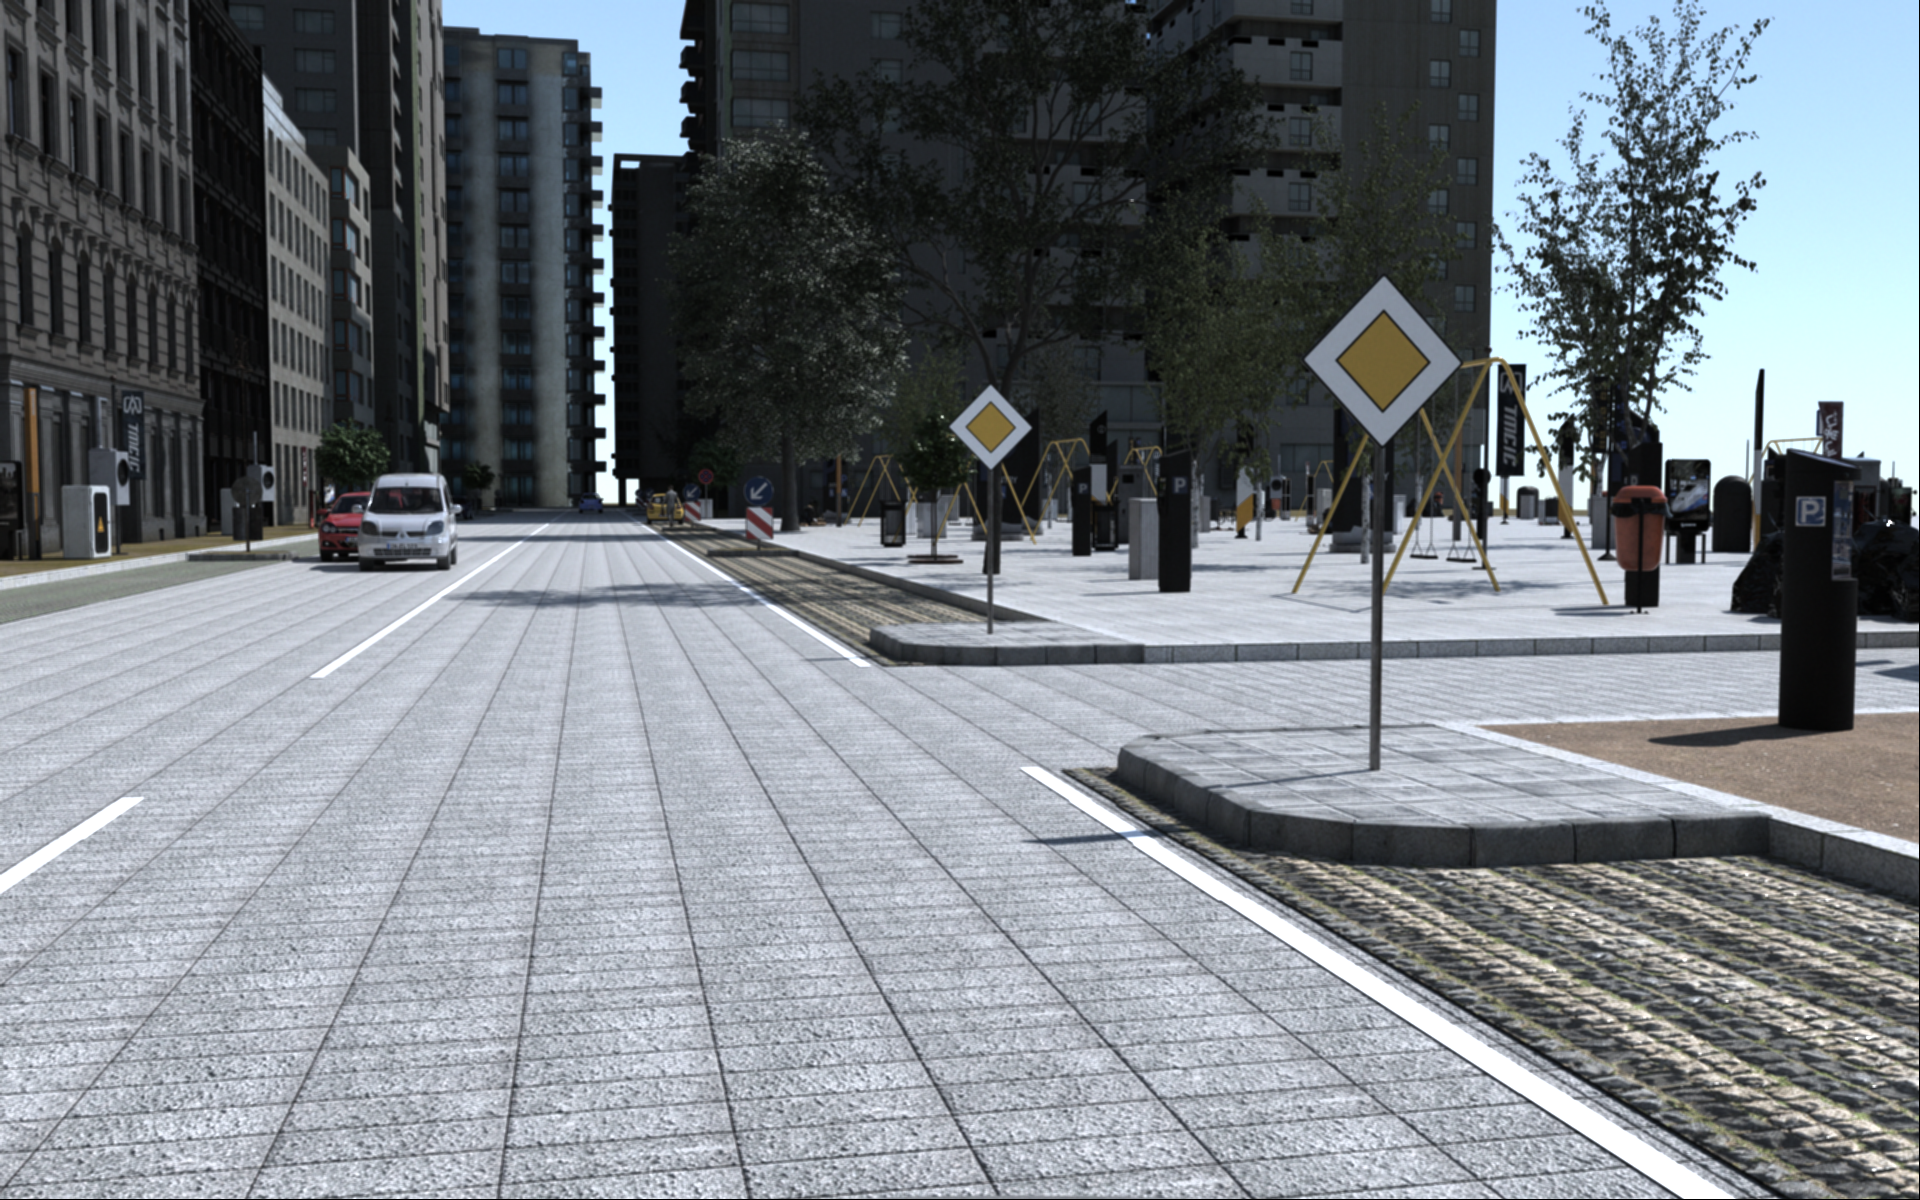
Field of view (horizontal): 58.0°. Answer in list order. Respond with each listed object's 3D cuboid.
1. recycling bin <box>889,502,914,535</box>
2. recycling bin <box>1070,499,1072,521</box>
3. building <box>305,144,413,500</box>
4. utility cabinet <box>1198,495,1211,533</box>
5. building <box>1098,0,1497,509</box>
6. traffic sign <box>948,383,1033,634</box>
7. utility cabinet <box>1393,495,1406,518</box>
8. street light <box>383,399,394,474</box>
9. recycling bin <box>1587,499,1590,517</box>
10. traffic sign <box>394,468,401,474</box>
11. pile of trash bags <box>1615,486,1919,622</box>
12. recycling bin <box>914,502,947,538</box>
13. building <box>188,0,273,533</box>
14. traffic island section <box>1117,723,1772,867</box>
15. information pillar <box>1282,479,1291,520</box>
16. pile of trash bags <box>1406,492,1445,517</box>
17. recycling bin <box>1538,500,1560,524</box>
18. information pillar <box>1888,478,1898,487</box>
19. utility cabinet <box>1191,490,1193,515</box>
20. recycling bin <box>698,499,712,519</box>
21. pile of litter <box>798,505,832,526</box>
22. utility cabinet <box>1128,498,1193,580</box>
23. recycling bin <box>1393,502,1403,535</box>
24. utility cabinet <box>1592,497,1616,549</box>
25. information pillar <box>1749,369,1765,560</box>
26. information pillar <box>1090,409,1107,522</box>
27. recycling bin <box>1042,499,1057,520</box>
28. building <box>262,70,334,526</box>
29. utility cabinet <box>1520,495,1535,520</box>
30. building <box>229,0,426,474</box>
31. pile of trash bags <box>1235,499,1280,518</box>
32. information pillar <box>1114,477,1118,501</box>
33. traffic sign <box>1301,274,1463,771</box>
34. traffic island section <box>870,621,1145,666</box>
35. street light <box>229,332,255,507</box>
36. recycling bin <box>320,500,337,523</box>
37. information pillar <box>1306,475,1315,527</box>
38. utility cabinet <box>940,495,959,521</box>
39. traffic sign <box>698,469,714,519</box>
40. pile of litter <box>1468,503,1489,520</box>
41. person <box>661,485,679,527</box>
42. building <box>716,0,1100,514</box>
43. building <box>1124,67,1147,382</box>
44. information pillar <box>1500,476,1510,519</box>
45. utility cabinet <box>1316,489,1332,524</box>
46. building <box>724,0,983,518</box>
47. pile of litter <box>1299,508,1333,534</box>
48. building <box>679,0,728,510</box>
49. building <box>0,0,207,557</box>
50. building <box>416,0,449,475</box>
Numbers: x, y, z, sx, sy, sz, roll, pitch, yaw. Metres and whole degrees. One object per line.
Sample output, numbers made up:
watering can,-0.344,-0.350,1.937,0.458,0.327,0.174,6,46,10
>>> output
recycling bin,-1.845,-2.539,54.066,0.722,1.027,0.722,2,4,32
recycling bin,5.617,-4.254,82.113,0.722,1.027,0.722,1,4,19
building,-46.845,-15.445,97.562,27.650,21.520,28.899,-1,4,-12
utility cabinet,8.214,-2.871,58.107,0.306,1.237,1.020,0,4,2
building,30.433,-34.874,159.433,27.495,52.752,28.713,-1,4,-12
traffic sign,0.273,-0.744,15.806,0.795,2.450,0.064,-1,4,-12
utility cabinet,23.846,-5.098,94.513,1.020,1.237,0.306,-1,4,-23
street light,-27.844,-6.839,84.600,0.468,5.910,1.993,-1,4,-12
recycling bin,35.831,-5.211,97.746,0.722,1.027,0.722,1,4,14
traffic sign,-28.028,-5.284,86.402,0.884,2.594,0.081,0,4,-7
pile of trash bags,8.716,-0.528,18.391,3.447,1.369,1.912,1,4,17
recycling bin,-0.820,-2.320,50.486,0.722,1.027,0.722,-1,4,-18
building,-31.452,-14.000,58.583,12.332,23.373,15.834,-1,4,-12
traffic island section,1.948,0.869,8.076,2.009,0.180,2.903,-1,4,-12
information pillar,15.948,-4.905,84.689,0.304,2.012,0.304,-2,4,-27
pile of trash bags,26.138,-5.309,96.555,1.912,1.369,3.447,3,4,37
recycling bin,25.752,-3.863,75.721,0.722,1.027,0.722,0,4,-2
information pillar,42.107,-4.508,78.200,0.304,2.012,0.304,-1,4,-14
utility cabinet,11.325,-4.820,87.486,1.173,1.500,0.318,-1,4,-18
recycling bin,-12.995,-4.629,88.238,0.722,1.027,0.722,-1,4,-10
pile of litter,-5.860,-3.377,69.177,1.719,0.858,1.176,-2,4,-25
utility cabinet,3.032,-0.915,26.120,1.020,1.237,0.306,-2,4,-33
recycling bin,13.646,-2.600,55.071,0.722,1.027,0.722,2,4,30
utility cabinet,15.338,-1.794,40.496,1.020,1.237,0.306,2,4,28
information pillar,15.037,-2.525,32.643,0.183,3.616,0.504,1,4,17
information pillar,3.832,-3.457,47.875,0.504,3.616,0.183,0,4,3
recycling bin,4.297,-4.417,84.771,0.722,1.027,0.722,-2,4,-27
building,-33.882,-13.461,74.840,10.420,20.320,16.860,-1,4,-12
utility cabinet,28.683,-4.672,87.551,0.306,1.237,1.020,0,4,-7
building,-45.089,-26.658,119.455,14.154,41.232,14.086,-1,4,-12
pile of trash bags,16.126,-5.043,92.213,1.912,1.369,3.447,-1,4,-20
information pillar,6.746,-4.220,73.487,0.304,2.012,0.304,3,5,43
traffic sign,1.927,-0.266,7.994,0.795,2.450,0.064,-1,4,-12
traffic island section,0.294,0.391,15.888,2.009,0.180,2.903,-1,4,-12
street light,-20.458,-4.690,49.468,0.468,5.910,1.993,-1,4,-12
recycling bin,-27.345,-3.836,75.272,0.722,1.027,0.722,-2,4,-35
information pillar,13.706,-3.867,67.721,0.304,2.012,0.304,1,4,13
utility cabinet,-0.577,-4.377,82.730,1.020,1.237,0.306,1,4,10
traffic sign,-12.810,-5.338,87.385,0.768,2.556,0.104,0,4,-6
pile of litter,26.050,-4.481,87.224,1.176,0.858,1.719,1,4,19
person,-12.442,-4.020,74.352,0.709,1.813,0.853,-3,5,-39
building,-2.873,-32.665,123.314,28.713,52.752,27.495,-1,4,-12
building,8.673,-29.273,162.200,14.086,41.232,14.154,-1,4,-12
information pillar,28.296,-6.029,89.930,0.504,3.616,0.183,-1,4,-14
utility cabinet,15.442,-3.958,73.394,0.318,1.500,1.173,2,4,29
building,-6.821,-25.561,101.512,14.154,41.232,14.086,-1,4,-12
pile of litter,11.673,-2.543,55.543,1.719,0.858,1.176,0,4,-5
building,-12.757,-30.321,150.376,22.147,44.769,28.867,-1,4,-12
building,-25.688,-11.824,42.477,9.793,20.994,18.267,-1,4,-12
building,-56.341,-33.730,140.727,27.495,52.752,28.713,-1,4,-12
